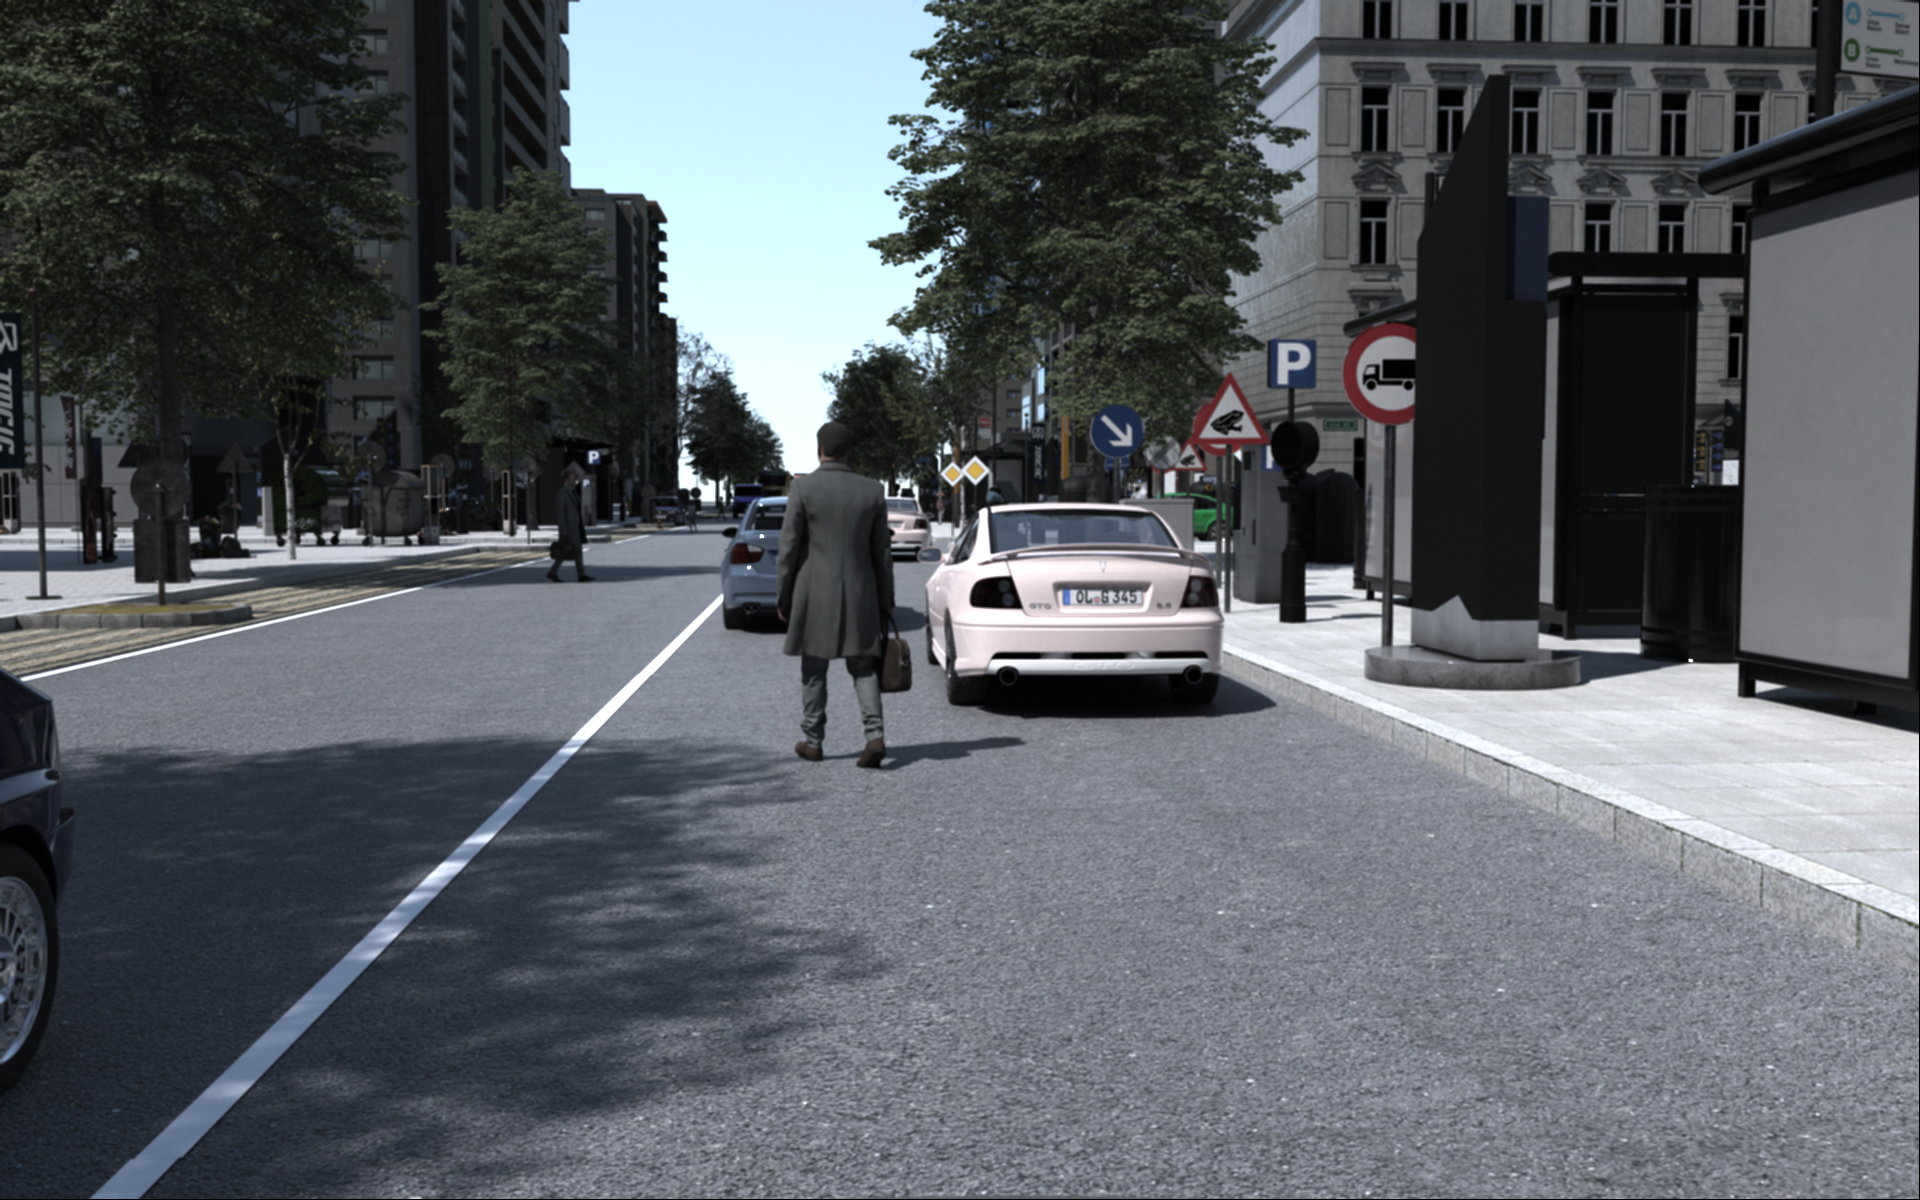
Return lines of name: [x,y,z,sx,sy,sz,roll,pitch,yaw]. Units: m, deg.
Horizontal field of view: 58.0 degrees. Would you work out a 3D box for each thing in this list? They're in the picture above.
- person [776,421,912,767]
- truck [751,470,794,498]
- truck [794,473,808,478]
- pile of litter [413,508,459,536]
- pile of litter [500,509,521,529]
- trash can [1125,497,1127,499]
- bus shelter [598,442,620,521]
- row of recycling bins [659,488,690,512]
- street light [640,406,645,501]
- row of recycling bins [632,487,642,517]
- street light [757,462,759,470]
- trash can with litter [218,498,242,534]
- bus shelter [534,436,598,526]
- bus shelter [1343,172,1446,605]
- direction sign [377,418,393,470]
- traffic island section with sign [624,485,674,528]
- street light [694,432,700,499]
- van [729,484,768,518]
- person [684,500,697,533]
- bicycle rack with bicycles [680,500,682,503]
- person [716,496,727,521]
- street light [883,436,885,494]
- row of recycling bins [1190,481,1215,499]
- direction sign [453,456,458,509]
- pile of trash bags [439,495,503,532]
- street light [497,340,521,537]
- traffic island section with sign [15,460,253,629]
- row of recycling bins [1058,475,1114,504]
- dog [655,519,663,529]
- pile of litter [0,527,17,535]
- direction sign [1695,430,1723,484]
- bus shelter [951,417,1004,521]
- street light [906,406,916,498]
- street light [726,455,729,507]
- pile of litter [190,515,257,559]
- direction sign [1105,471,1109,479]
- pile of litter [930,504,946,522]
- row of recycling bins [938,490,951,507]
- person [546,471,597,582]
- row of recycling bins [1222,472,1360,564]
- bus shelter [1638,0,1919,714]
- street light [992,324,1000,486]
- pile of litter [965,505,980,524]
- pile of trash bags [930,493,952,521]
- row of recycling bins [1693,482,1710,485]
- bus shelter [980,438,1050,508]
person: [-0.643,-0.036,9.191,0.694,1.812,0.767,-1,4,-21]
truck: [-15.319,-9.003,143.120,3.469,3.379,9.791,0,4,-3]
truck: [-21.279,-15.096,235.735,2.839,4.237,11.283,0,4,-3]
pile of litter: [-16.217,-2.416,53.474,1.176,0.858,1.719,-3,5,-40]
pile of litter: [-16.952,-3.019,63.328,1.719,0.858,1.176,1,4,20]
trash can: [8.373,-4.797,90.090,0.748,1.137,0.748,0,3,0]
bus shelter: [-16.869,-5.412,79.776,1.731,3.624,6.357,0,4,-5]
row of recycling bins: [-20.212,-7.038,122.187,1.069,1.692,3.534,1,4,21]
street light: [-16.579,-7.188,90.308,0.468,5.910,1.993,0,4,-4]
row of recycling bins: [-18.533,-5.672,99.853,1.069,1.692,3.534,0,4,-4]
street light: [-28.978,-16.910,249.270,0.468,5.910,1.993,0,4,-4]
trash can with litter: [-23.444,-2.672,55.069,0.624,1.170,1.055,2,4,35]
bus shelter: [-16.649,-4.983,72.748,1.731,3.624,6.357,0,4,-4]
bus shelter: [5.806,-2.553,19.366,2.179,5.291,8.768,0,4,-4]
direction sign: [-17.134,-3.651,51.693,0.379,3.537,0.876,1,4,10]
traffic island section with sign: [-13.297,-4.007,74.144,1.989,1.847,2.006,0,4,-4]
street light: [-19.480,-9.505,128.198,0.468,5.910,1.993,0,4,-4]
van: [-12.611,-6.065,103.543,2.240,2.365,5.245,0,4,-6]
person: [-9.996,-3.100,64.204,0.505,1.210,0.382,0,4,-6]
bicycle rack with bicycles: [-19.353,-6.087,112.901,2.852,0.926,2.925,-1,4,-17]
person: [-12.850,-4.918,93.183,0.640,1.303,0.475,-2,4,-33]
street light: [-5.531,-9.381,126.168,0.468,5.910,1.993,0,4,-4]
row of recycling bins: [8.935,-2.914,54.758,3.534,1.692,1.069,0,4,-4]
direction sign: [-29.007,-6.588,99.703,0.379,3.537,0.876,0,4,-3]
pile of trash bags: [-17.071,-3.011,58.977,1.912,1.369,3.447,2,4,24]
street light: [-13.512,-4.849,52.061,0.468,5.910,1.993,0,4,-4]
traffic island section with sign: [-9.057,-0.650,19.253,1.989,1.847,2.006,0,4,-4]
row of recycling bins: [2.879,-1.934,38.740,1.069,1.692,3.534,1,4,13]
dog: [-12.376,-3.099,70.869,0.550,0.427,0.748,2,4,26]
pile of litter: [-30.674,-2.497,54.798,1.719,0.858,1.176,0,4,0]
direction sign: [26.330,-4.218,60.963,0.876,3.537,0.379,1,4,18]
bus shelter: [0.753,-6.729,87.648,2.179,5.291,8.768,0,4,-4]
street light: [-2.499,-7.042,87.918,0.468,5.910,1.993,0,4,-4]
street light: [-22.520,-11.861,166.720,0.468,5.910,1.993,0,4,-4]
pile of litter: [-15.051,-1.267,34.683,1.719,0.858,1.176,-1,4,-8]
direction sign: [8.674,-6.864,104.221,0.379,3.537,0.876,3,5,42]
pile of litter: [-1.442,-4.052,80.214,1.719,0.858,1.176,1,4,15]
row of recycling bins: [-1.145,-6.858,119.233,1.069,1.692,3.534,-1,4,-18]
person: [-6.327,-1.196,28.157,0.767,1.812,0.694,1,4,10]
row of recycling bins: [6.418,-1.605,33.357,1.069,1.692,3.534,-2,4,-25]
bus shelter: [5.830,-1.944,9.415,2.179,5.291,8.768,0,4,-5]
street light: [0.881,-4.374,44.308,0.468,5.910,1.993,0,4,-4]
pile of litter: [0.740,-3.626,73.244,1.176,0.858,1.719,-3,4,-37]
pile of trash bags: [-0.957,-4.473,82.883,1.912,1.369,3.447,0,4,-1]
row of recycling bins: [24.188,-3.126,58.219,3.534,1.692,1.069,-3,4,-37]
bus shelter: [2.010,-4.335,64.797,2.014,3.302,5.546,0,4,-5]
